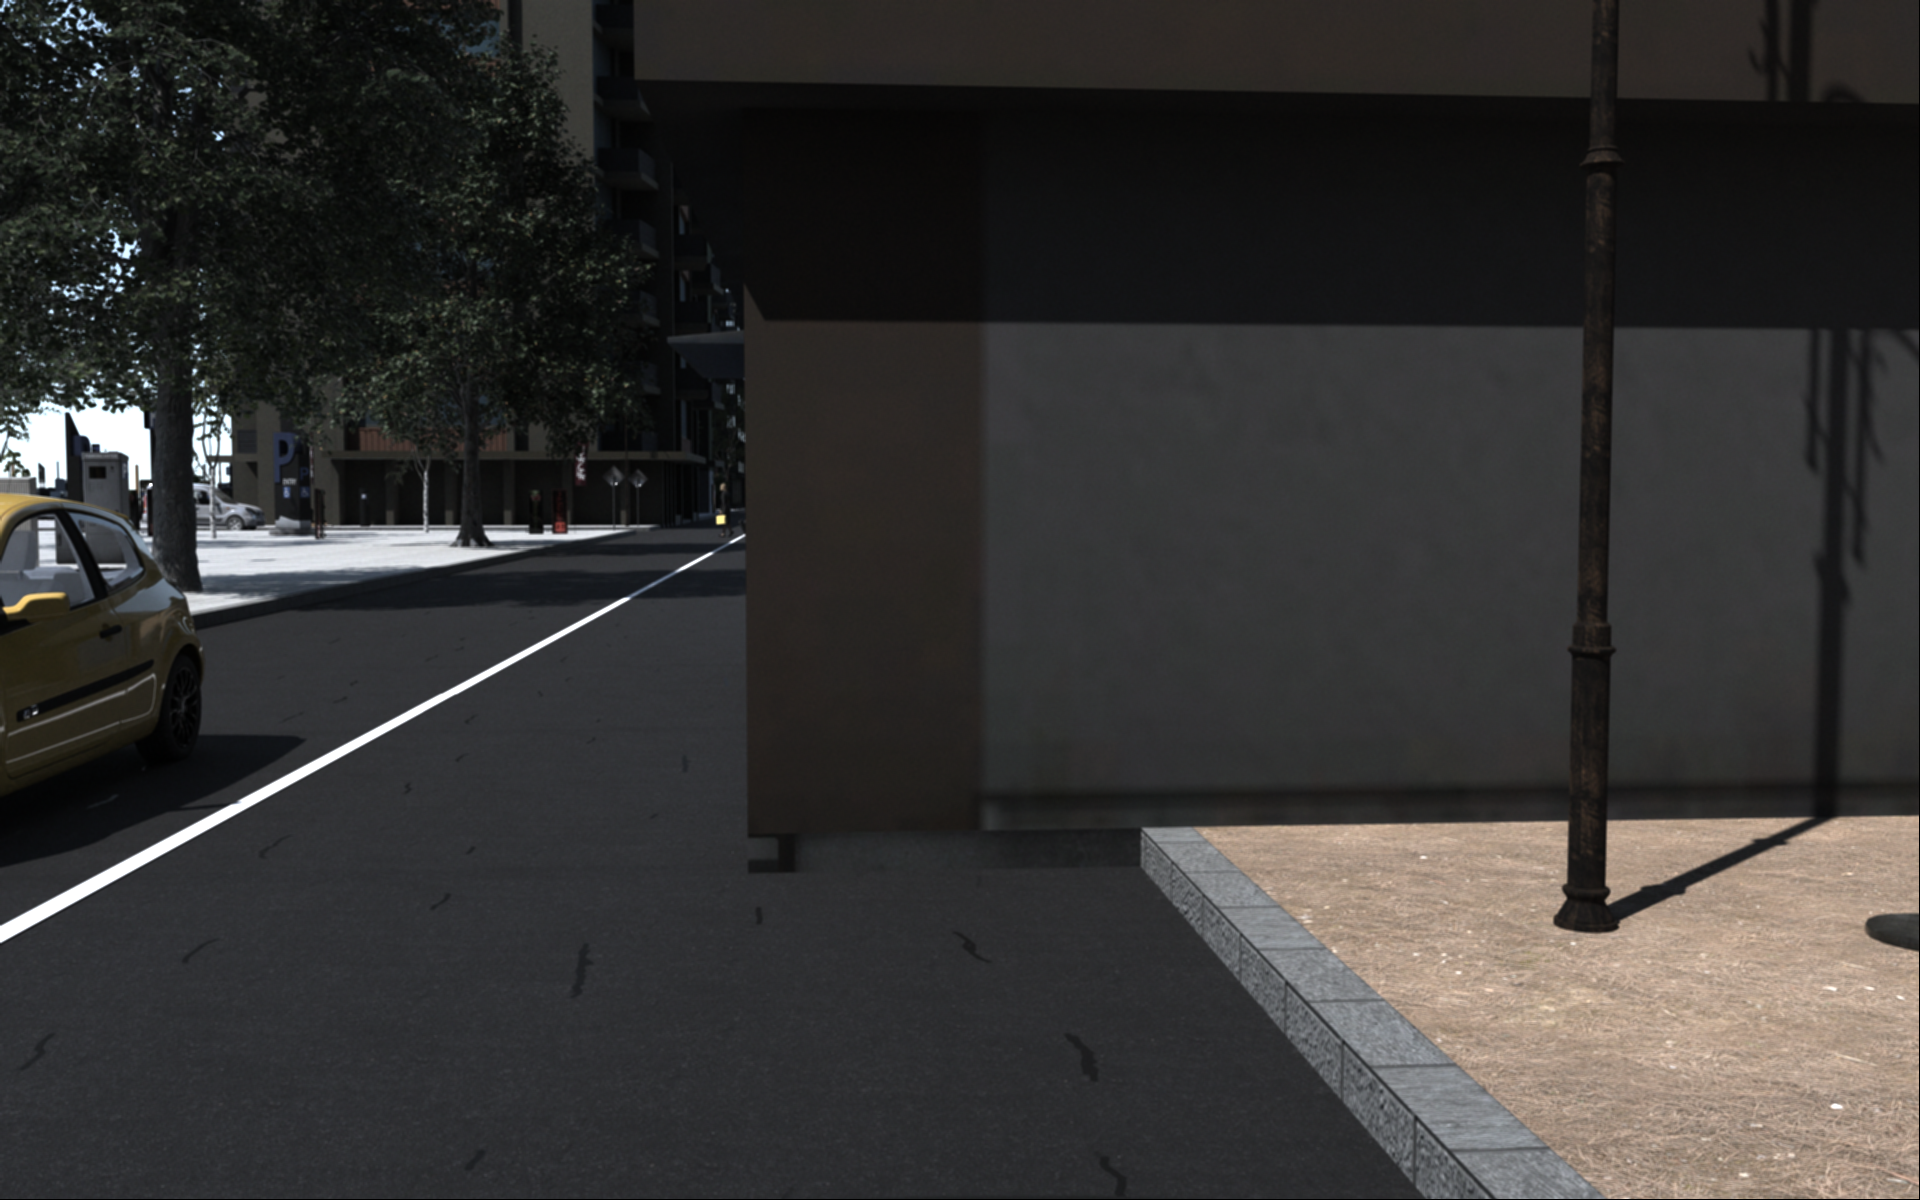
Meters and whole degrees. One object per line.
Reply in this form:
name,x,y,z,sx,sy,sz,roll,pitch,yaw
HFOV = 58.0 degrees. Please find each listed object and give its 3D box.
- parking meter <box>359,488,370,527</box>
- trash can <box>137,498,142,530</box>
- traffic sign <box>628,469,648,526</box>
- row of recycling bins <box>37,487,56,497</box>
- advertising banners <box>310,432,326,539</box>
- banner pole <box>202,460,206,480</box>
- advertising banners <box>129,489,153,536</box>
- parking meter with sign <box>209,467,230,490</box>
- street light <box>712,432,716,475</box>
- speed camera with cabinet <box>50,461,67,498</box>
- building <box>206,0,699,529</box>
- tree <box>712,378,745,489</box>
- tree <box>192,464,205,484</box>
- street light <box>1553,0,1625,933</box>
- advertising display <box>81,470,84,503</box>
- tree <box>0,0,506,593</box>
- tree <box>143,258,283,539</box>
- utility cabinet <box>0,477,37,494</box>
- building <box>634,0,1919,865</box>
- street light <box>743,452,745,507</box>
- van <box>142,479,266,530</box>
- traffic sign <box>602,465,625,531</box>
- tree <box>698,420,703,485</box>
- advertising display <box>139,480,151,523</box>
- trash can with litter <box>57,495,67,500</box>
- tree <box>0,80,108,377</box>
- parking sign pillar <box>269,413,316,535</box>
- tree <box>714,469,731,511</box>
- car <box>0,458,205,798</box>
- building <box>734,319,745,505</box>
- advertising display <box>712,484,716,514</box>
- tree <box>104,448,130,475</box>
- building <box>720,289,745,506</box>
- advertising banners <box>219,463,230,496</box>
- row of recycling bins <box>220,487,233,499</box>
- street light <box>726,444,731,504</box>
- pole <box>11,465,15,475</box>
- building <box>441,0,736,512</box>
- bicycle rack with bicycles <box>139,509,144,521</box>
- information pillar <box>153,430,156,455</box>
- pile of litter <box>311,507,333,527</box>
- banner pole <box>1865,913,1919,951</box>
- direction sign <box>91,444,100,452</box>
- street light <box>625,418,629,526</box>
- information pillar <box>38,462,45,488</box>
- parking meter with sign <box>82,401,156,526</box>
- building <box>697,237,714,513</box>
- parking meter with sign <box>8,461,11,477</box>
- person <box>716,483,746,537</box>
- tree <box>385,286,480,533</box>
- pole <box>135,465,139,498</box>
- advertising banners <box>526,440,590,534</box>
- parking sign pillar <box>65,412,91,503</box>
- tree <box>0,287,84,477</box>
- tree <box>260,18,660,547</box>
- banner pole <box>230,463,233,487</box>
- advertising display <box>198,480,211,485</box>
parking meter,-23.542,-3.674,68.486,0.372,1.533,0.369,0,3,0
trash can,-27.939,-2.852,58.282,0.748,1.137,0.748,0,3,0
traffic sign,-12.737,-3.968,68.514,0.795,2.450,0.064,0,4,-5
row of recycling bins,-56.611,-6.129,107.323,1.069,1.692,3.534,0,4,1
advertising banners,-18.285,-3.246,49.263,0.090,3.025,2.074,-1,4,-10
banner pole,-56.153,-8.487,128.783,0.401,3.779,0.863,0,4,-4
advertising banners,-24.600,-3.466,52.861,2.074,3.025,0.090,-1,4,-11
parking meter with sign,-48.296,-7.176,113.582,1.738,3.016,0.543,1,4,14
street light,-17.661,-9.245,123.938,0.468,5.910,1.993,0,4,-5
speed camera with cabinet,-53.713,-6.663,103.270,0.660,3.252,2.038,-1,4,-15
building,-22.895,-26.153,82.228,22.147,44.769,28.867,0,4,-5
tree,-19.030,-12.568,139.904,8.767,10.594,7.601,0,4,2
tree,-41.762,-6.083,94.062,1.663,3.219,1.824,0,3,0
street light,1.859,-1.968,4.969,0.468,5.910,1.993,0,4,-5
advertising display,-22.189,-2.417,44.738,0.974,1.923,0.123,0,4,8
tree,-10.411,-7.083,22.463,9.857,13.997,8.962,0,3,0
tree,-21.673,-6.096,50.026,4.737,8.622,4.395,0,3,0
utility cabinet,-12.311,-0.805,21.842,1.173,1.500,0.318,-1,4,-12
building,5.195,-22.155,12.340,14.600,45.320,14.200,0,4,-5
street light,-21.458,-12.216,172.520,0.468,5.910,1.993,0,4,-5
van,-27.807,-3.474,63.813,4.112,2.044,2.013,0,4,-5
traffic sign,-12.100,-3.481,60.554,0.795,2.450,0.064,0,4,-5
tree,-16.758,-9.207,100.891,4.737,8.622,4.395,0,3,0
advertising display,-36.168,-4.422,77.518,0.974,1.923,0.123,-1,4,-23
trash can with litter,-48.552,-5.108,94.578,2.233,1.210,1.678,-3,4,-37
tree,-23.534,-6.961,39.570,9.928,11.665,9.643,0,3,0
parking sign pillar,-21.023,-4.039,54.503,1.447,3.967,1.447,2,4,35
tree,-18.346,-8.463,132.978,1.663,3.219,1.824,0,3,0
car,-4.871,0.144,7.873,2.015,1.641,3.980,0,4,-6
building,-34.117,-33.602,232.981,14.154,41.232,14.086,0,4,-5
advertising display,-16.275,-6.681,114.451,0.123,1.923,0.974,0,4,0
tree,-36.118,-4.803,73.122,1.663,3.219,1.824,0,3,0
building,-34.650,-34.616,185.578,23.786,49.044,30.456,0,4,-5
advertising banners,-34.803,-5.240,81.865,0.090,3.025,2.074,-1,4,-10
row of recycling bins,-40.558,-5.512,97.226,1.069,1.692,3.534,0,4,2
street light,-19.368,-10.530,144.958,0.468,5.910,1.993,0,4,-5
pole,-64.186,-7.561,117.465,0.158,3.312,0.155,0,3,0
building,-31.839,-30.679,156.232,22.147,44.769,28.867,0,4,-5
bicycle rack with bicycles,-38.114,-4.237,82.665,2.852,0.926,2.925,0,4,-6
information pillar,-19.773,-3.157,42.973,0.504,3.616,0.183,-3,4,-38
pile of litter,-25.213,-3.273,67.475,1.719,0.858,1.176,-3,5,-42
banner pole,2.922,-0.922,5.086,0.401,3.779,0.863,1,4,23
direction sign,-39.289,-5.276,78.266,0.876,3.537,0.379,-1,4,-10
street light,-13.254,-5.873,68.809,0.468,5.910,1.993,0,4,-5
information pillar,-67.500,-8.317,127.335,0.504,3.616,0.183,1,4,9
parking meter with sign,-15.715,-2.178,31.870,1.738,3.016,0.543,0,4,-7
building,-23.883,-20.955,114.316,14.160,30.474,14.107,0,4,-5
parking meter with sign,-50.292,-5.733,89.990,1.738,3.016,0.543,-1,4,-22
person,-7.606,-3.039,58.409,1.509,1.804,0.699,-3,5,-39
tree,-17.697,-6.551,57.471,4.360,8.622,3.978,0,3,0
pole,-57.113,-7.730,120.228,0.158,3.312,0.155,0,3,0
advertising banners,-12.932,-3.644,55.775,2.074,3.025,0.090,-2,4,-24
parking sign pillar,-29.324,-4.232,57.666,1.447,3.967,1.447,-1,4,-11
tree,-27.374,-6.047,49.238,4.737,8.622,4.395,0,3,0
tree,-11.798,-7.637,41.875,9.611,12.733,9.660,0,3,0
banner pole,-44.121,-7.072,105.641,0.863,3.779,0.401,-3,5,-40
advertising display,-35.628,-4.684,81.793,0.974,1.923,0.123,2,4,31
